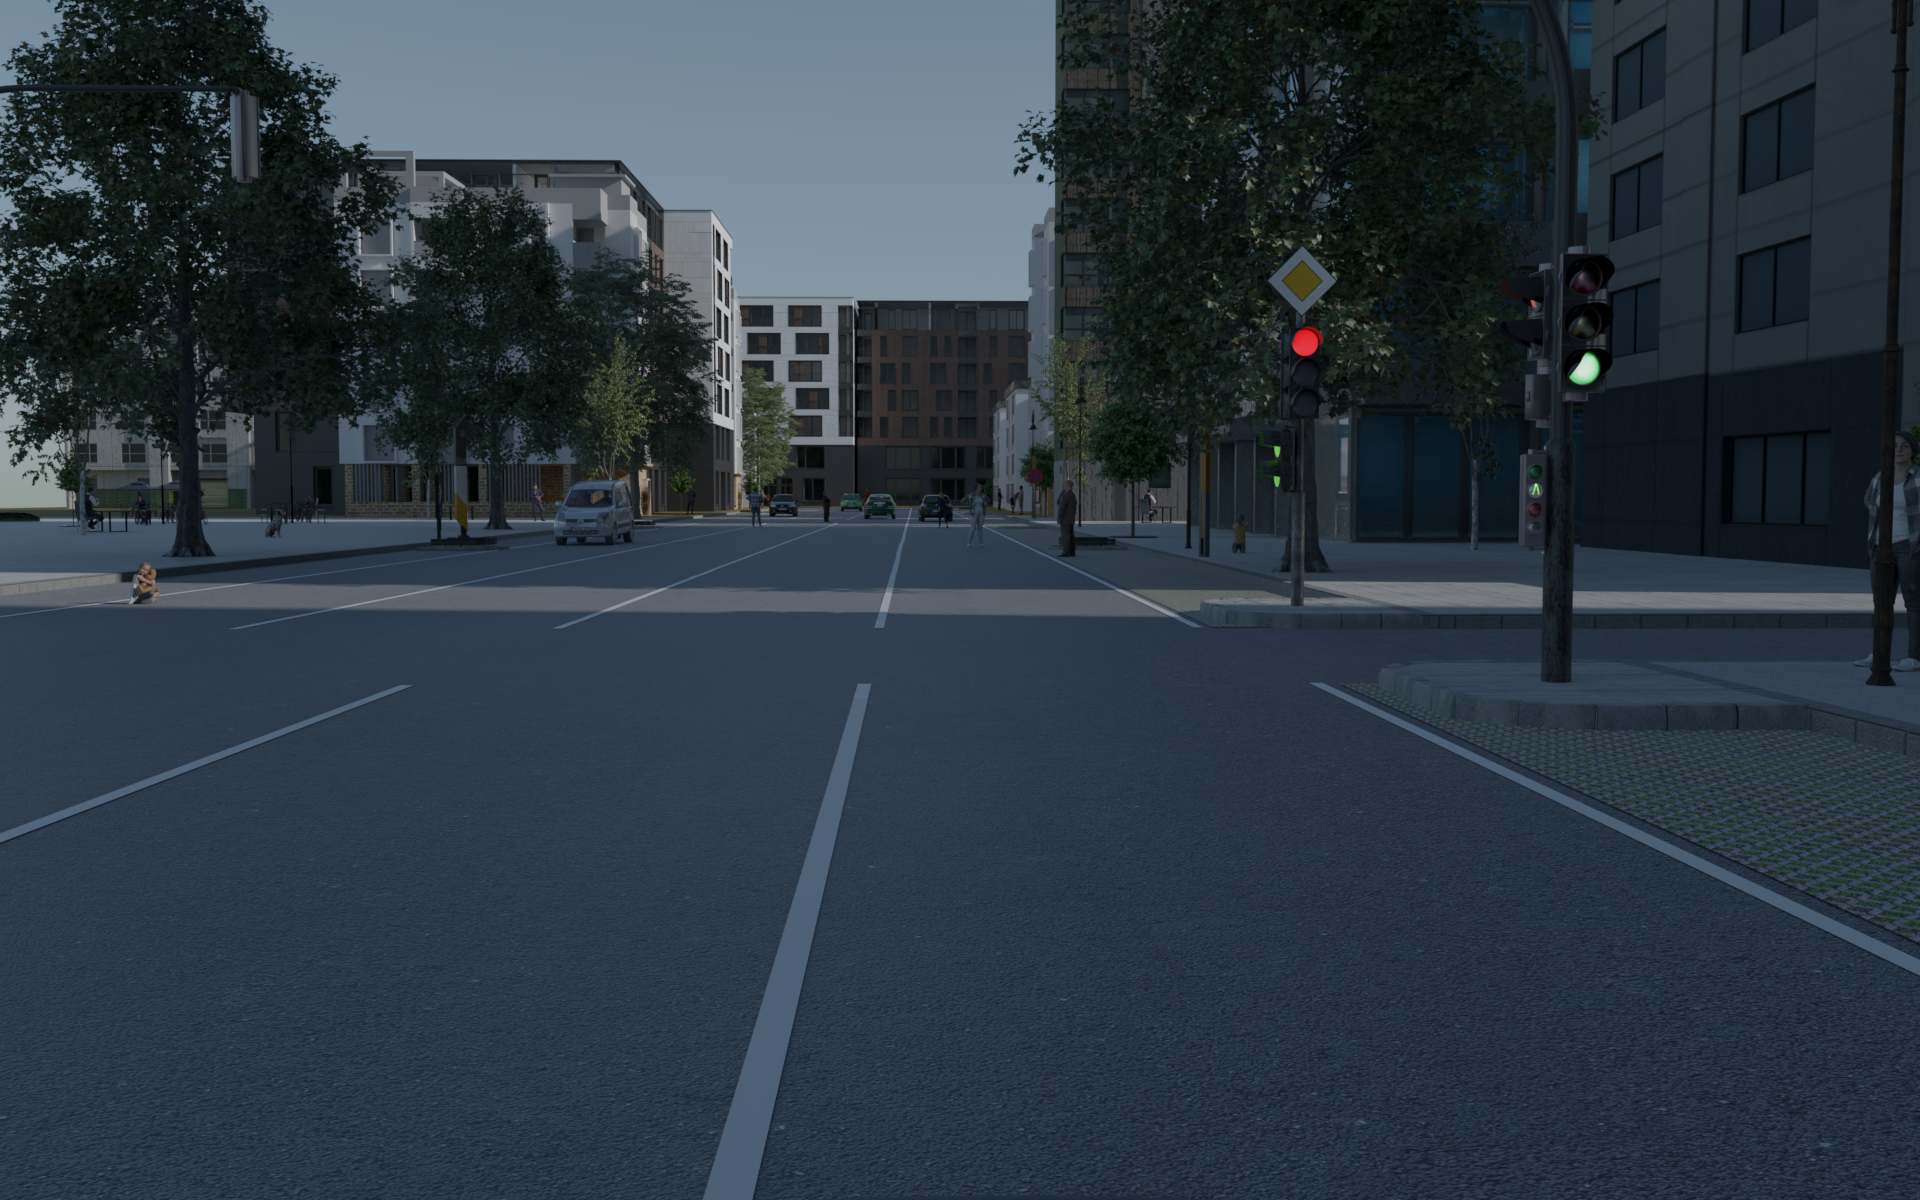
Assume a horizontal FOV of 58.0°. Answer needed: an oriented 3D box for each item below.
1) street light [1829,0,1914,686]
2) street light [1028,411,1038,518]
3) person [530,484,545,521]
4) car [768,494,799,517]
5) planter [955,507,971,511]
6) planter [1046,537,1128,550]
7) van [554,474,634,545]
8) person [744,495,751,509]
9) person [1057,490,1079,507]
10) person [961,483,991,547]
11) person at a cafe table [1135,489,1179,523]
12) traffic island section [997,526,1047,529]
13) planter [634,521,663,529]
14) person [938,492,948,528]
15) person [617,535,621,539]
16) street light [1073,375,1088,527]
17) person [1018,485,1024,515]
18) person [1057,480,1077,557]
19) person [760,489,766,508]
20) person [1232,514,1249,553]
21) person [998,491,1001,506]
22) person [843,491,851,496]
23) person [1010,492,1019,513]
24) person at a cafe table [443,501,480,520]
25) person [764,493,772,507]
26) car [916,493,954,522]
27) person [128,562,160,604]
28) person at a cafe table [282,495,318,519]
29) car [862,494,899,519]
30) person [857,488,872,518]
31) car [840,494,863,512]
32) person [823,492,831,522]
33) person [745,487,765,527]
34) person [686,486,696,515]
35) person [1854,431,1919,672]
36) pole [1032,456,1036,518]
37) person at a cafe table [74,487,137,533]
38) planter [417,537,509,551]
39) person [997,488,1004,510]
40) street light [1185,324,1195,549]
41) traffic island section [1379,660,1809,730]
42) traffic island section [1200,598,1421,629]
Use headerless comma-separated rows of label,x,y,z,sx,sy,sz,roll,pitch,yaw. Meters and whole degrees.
street light,6.189,-2.365,11.463,0.468,5.910,1.993,0,4,-1
street light,3.984,-7.449,94.578,0.468,5.910,1.993,0,4,-1
person,-19.955,-4.609,81.854,0.683,1.767,0.568,-2,4,-24
car,-11.337,-6.217,111.435,2.009,1.686,4.222,0,4,-3
planter,0.556,-7.809,148.817,1.991,0.319,1.994,0,4,-1
planter,3.240,-1.450,44.843,1.991,0.319,1.994,0,4,-1
van,-10.527,-2.627,49.970,2.013,2.044,4.112,0,4,0
person,-18.441,-8.981,152.869,1.348,1.826,0.705,-1,4,-9
person,4.706,-4.222,75.633,0.990,1.755,0.434,1,4,9
person,0.459,-2.298,46.795,0.841,1.734,0.376,-1,4,-14
person at a cafe table,8.588,-4.188,76.994,1.698,1.524,1.622,3,4,36
traffic island section,2.553,-2.994,71.817,1.991,0.108,1.994,0,4,-1
planter,-13.448,-3.129,72.301,1.991,0.319,1.994,0,4,-1
person,-0.713,-3.788,72.977,0.613,1.512,0.480,2,4,32
person,-10.992,-2.711,54.788,0.963,1.587,0.435,3,4,36
street light,4.686,-5.798,67.578,0.468,5.910,1.993,0,4,-1
person,3.810,-6.284,108.788,0.705,1.824,1.348,0,4,-4
person,2.397,-1.848,39.275,0.434,1.755,0.990,2,4,27
person,-18.238,-9.394,160.425,0.721,1.735,1.217,-2,4,-32
person,6.107,-1.456,37.772,0.347,0.859,0.695,1,4,13
person,3.400,-8.566,147.566,0.415,1.643,0.593,0,4,-1
person,-10.640,-9.425,163.402,0.742,1.727,0.445,0,4,2
person,3.648,-6.471,115.079,0.697,1.427,0.421,2,4,26
person at a cafe table,-24.366,-4.518,84.728,1.698,1.238,1.726,-1,4,-20
person,-18.961,-9.882,170.872,1.065,1.426,0.557,2,4,30
car,-1.299,-4.997,91.490,2.009,1.686,4.222,0,4,-3
person,-10.658,-0.222,22.609,0.357,0.543,0.381,-1,4,-16
person at a cafe table,-34.603,-4.897,90.928,1.726,1.238,1.698,-2,4,-26
car,-4.636,-5.445,100.820,2.131,1.459,4.920,0,4,-2
person,-5.622,-5.929,105.375,1.348,1.831,0.705,1,4,23
car,-8.898,-8.159,142.190,1.959,1.807,4.718,0,4,-3
person,-6.869,-4.798,89.216,0.388,1.546,0.482,-1,4,-19
person,-8.973,-4.089,76.079,0.841,1.734,0.376,0,4,7
person,-16.463,-6.098,106.199,0.683,1.767,0.568,1,4,9
person,6.878,-0.358,12.626,0.376,1.734,0.841,-1,4,-20
pole,3.948,-6.027,92.381,0.158,3.312,0.155,0,3,0
person at a cafe table,-29.008,-3.045,58.309,1.698,1.524,1.622,1,4,18
planter,-12.724,-1.436,44.616,1.991,0.319,1.994,0,4,-1
person,3.198,-7.869,135.525,0.721,1.723,1.217,1,4,19
street light,5.383,-4.149,40.620,0.468,5.910,1.993,0,4,-1
traffic island section,4.096,0.636,11.887,2.009,0.180,2.903,0,4,-1
traffic island section,3.890,0.147,19.869,2.009,0.180,2.903,0,4,-1
